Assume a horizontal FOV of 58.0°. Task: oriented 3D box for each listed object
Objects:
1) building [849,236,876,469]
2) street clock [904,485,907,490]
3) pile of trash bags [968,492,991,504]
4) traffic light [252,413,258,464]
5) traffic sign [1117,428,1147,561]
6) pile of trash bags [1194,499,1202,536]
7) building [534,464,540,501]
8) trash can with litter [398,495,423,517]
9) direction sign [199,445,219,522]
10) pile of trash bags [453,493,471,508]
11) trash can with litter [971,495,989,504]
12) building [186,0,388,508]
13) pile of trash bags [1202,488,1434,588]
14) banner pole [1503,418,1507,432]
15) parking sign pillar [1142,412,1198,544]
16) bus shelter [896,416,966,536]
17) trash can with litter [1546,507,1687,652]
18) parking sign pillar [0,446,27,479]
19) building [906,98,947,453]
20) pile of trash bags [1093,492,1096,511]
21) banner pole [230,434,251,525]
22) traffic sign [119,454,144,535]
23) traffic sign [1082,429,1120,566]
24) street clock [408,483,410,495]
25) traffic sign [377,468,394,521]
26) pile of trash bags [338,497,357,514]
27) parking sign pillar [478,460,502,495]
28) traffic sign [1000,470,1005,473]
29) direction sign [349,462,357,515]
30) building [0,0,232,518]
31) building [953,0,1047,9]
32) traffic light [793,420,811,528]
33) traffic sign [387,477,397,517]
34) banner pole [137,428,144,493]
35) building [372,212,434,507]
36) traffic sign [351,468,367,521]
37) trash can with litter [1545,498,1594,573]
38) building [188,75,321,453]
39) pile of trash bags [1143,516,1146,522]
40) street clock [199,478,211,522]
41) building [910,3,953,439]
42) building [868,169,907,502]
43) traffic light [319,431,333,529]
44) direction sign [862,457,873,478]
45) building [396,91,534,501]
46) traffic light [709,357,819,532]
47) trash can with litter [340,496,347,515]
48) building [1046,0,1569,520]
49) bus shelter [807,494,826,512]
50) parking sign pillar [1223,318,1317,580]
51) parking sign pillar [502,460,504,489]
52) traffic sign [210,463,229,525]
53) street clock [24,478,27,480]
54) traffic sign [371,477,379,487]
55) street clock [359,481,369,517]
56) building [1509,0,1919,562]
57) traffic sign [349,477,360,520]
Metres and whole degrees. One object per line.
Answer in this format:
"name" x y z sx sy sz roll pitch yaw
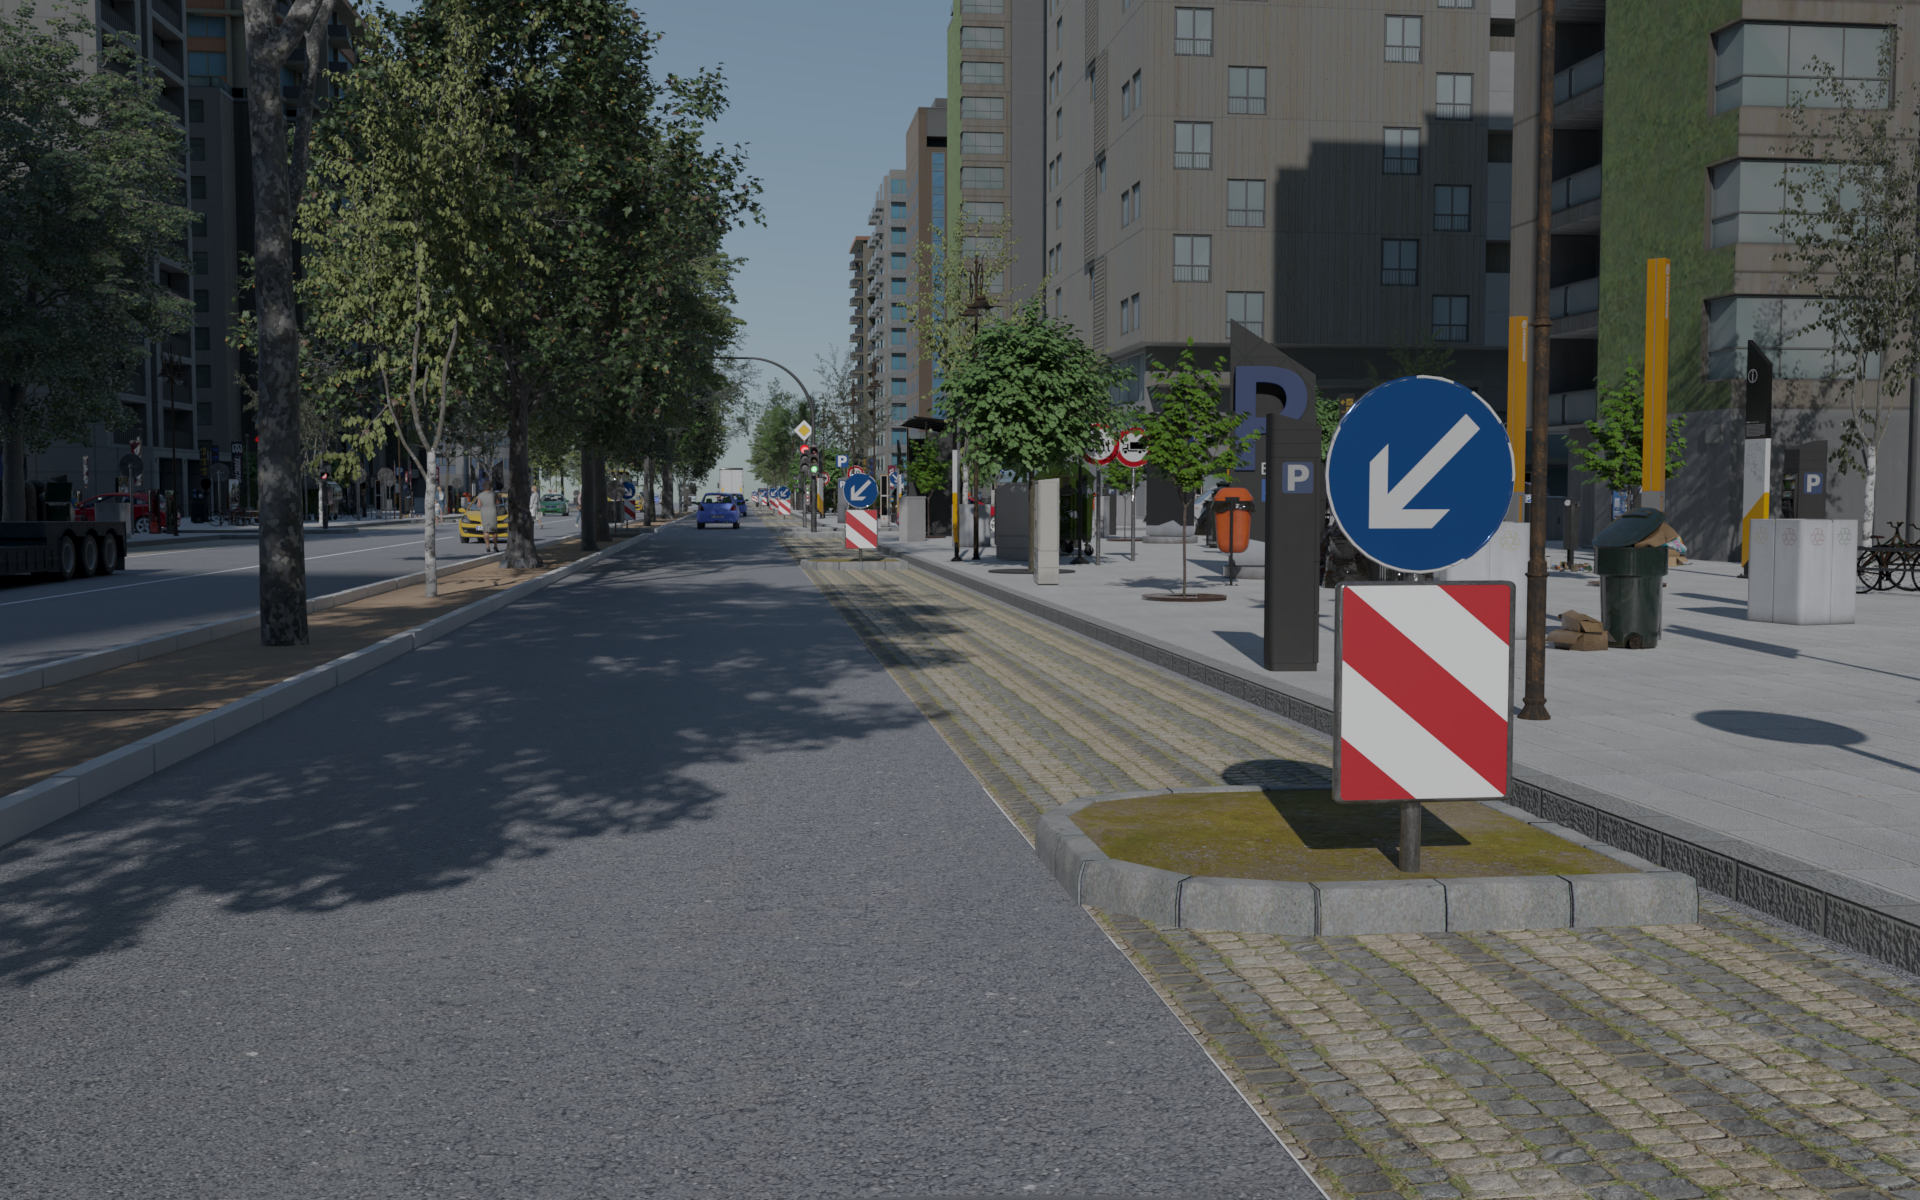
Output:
"building" -6.974 -38.695 287.292 22.147 44.769 28.867 0 4 -7
"street clock" -4.292 -8.227 139.089 0.358 2.002 0.471 2 4 29
"pile of trash bags" 1.203 -5.081 92.821 1.912 1.369 3.447 -3 4 -38
"traffic light" -22.282 -4.078 55.595 0.839 4.253 0.868 0 4 -7
"traffic sign" 3.302 -2.011 32.990 0.768 2.556 0.104 0 4 -2
"pile of trash bags" 8.589 -2.751 54.734 1.912 1.369 3.447 1 4 22
"building" -72.836 -30.288 266.910 14.160 30.474 14.107 0 4 -7
"trash can with litter" -30.733 -5.272 97.249 1.678 1.210 2.233 1 4 9
"direction sign" -34.729 -5.394 80.196 0.876 3.537 0.379 0 4 -2
"pile of trash bags" -38.814 -7.464 131.796 1.912 1.369 3.447 3 5 42
"trash can with litter" 1.146 -5.423 99.722 2.233 1.210 1.678 2 4 28
"building" -62.256 -30.195 148.319 22.147 44.769 28.867 0 4 -7
"pile of trash bags" 5.224 -0.881 24.151 3.447 1.369 1.912 1 4 13
"banner pole" 15.950 -3.678 50.146 0.401 3.779 0.863 -1 4 -21
"parking sign pillar" 5.492 -3.470 45.199 1.447 3.967 1.447 -3 5 -44
"bus shelter" -0.915 -3.912 55.242 1.731 3.624 6.357 0 4 -7
"trash can with litter" 5.416 -0.180 14.325 1.055 1.170 0.624 -2 4 -28
"parking sign pillar" -46.609 -5.912 85.130 1.447 3.967 1.447 -1 4 -13
"building" 1.422 -33.474 197.416 14.600 45.320 14.200 0 4 -7
"pile of trash bags" 5.699 -4.616 85.220 1.912 1.369 3.447 3 4 36
"banner pole" -29.978 -5.034 72.326 0.863 3.779 0.401 -1 4 -22
"traffic sign" -26.052 -3.325 54.476 0.768 2.556 0.104 0 4 -4
"traffic sign" 2.480 -1.890 31.014 0.768 2.556 0.104 0 4 1
"street clock" -36.321 -6.675 113.707 0.358 2.002 0.471 2 4 31
"traffic sign" -27.773 -5.116 83.747 0.768 2.556 0.104 0 4 -4
"pile of trash bags" -40.758 -6.259 112.094 1.912 1.369 3.447 2 4 26
"parking sign pillar" -36.618 -8.909 134.141 1.447 3.967 1.447 0 4 4
"traffic sign" 1.642 -3.438 56.317 0.768 2.556 0.104 0 4 -4
"direction sign" -37.992 -7.120 108.402 0.876 3.537 0.379 2 4 32
"building" -53.084 -40.255 96.415 20.563 71.187 20.611 0 4 -7
"building" 6.226 -27.575 134.454 14.154 41.232 14.086 0 4 -7
"traffic light" -5.924 -4.698 65.740 0.839 4.253 0.868 0 4 -7
"traffic sign" -31.323 -5.748 95.167 0.795 2.450 0.064 0 4 -3
"banner pole" -31.080 -4.629 65.698 0.401 3.779 0.863 -3 4 -37
"building" -60.412 -24.420 170.966 14.160 30.474 14.107 0 4 -7
"traffic sign" -28.767 -5.062 82.864 0.768 2.556 0.104 0 4 -2
"trash can with litter" 10.214 -1.107 29.155 1.678 1.210 2.233 1 4 13
"building" -54.512 -21.486 122.992 14.160 30.474 14.107 0 4 -7
"pile of trash bags" 9.814 -4.250 79.237 1.912 1.369 3.447 -1 4 -21
"street clock" -34.155 -4.517 78.431 0.471 2.002 0.358 -3 4 -37
"building" 7.530 -52.693 174.194 22.319 86.520 31.000 0 4 -7
"building" -1.942 -38.950 256.443 23.786 49.044 30.456 0 4 -7
"traffic light" -21.229 -5.452 63.814 4.771 5.953 1.251 0 4 -7
"direction sign" -5.680 -7.020 106.774 0.876 3.537 0.379 1 4 20
"building" -72.967 -42.976 244.649 21.231 58.520 28.212 0 4 -7
"traffic light" -6.977 -5.061 57.414 4.771 5.953 1.251 0 4 -7
"trash can with litter" -37.754 -5.813 106.106 1.678 1.210 2.233 0 4 -1
"building" 20.011 -31.101 97.746 27.495 52.752 28.713 0 4 -7
"bus shelter" -10.582 -8.176 124.963 1.731 3.624 6.357 0 4 -7
"parking sign pillar" 4.773 -2.323 26.456 1.447 3.967 1.447 0 4 7
"parking sign pillar" -36.669 -9.063 136.645 1.447 3.967 1.447 0 4 -6
"traffic sign" -30.614 -4.373 71.608 0.768 2.556 0.104 0 4 -6
"street clock" -41.934 -4.468 77.626 0.358 2.002 0.471 -2 4 -34
"traffic sign" -35.644 -6.335 105.712 0.606 2.300 0.079 0 4 1
"street clock" -32.645 -5.524 94.894 0.471 2.002 0.358 1 4 19
"building" 20.548 -21.740 39.038 14.154 41.232 14.086 0 4 -7
"traffic sign" -30.059 -5.273 86.322 0.768 2.556 0.104 0 4 -3
